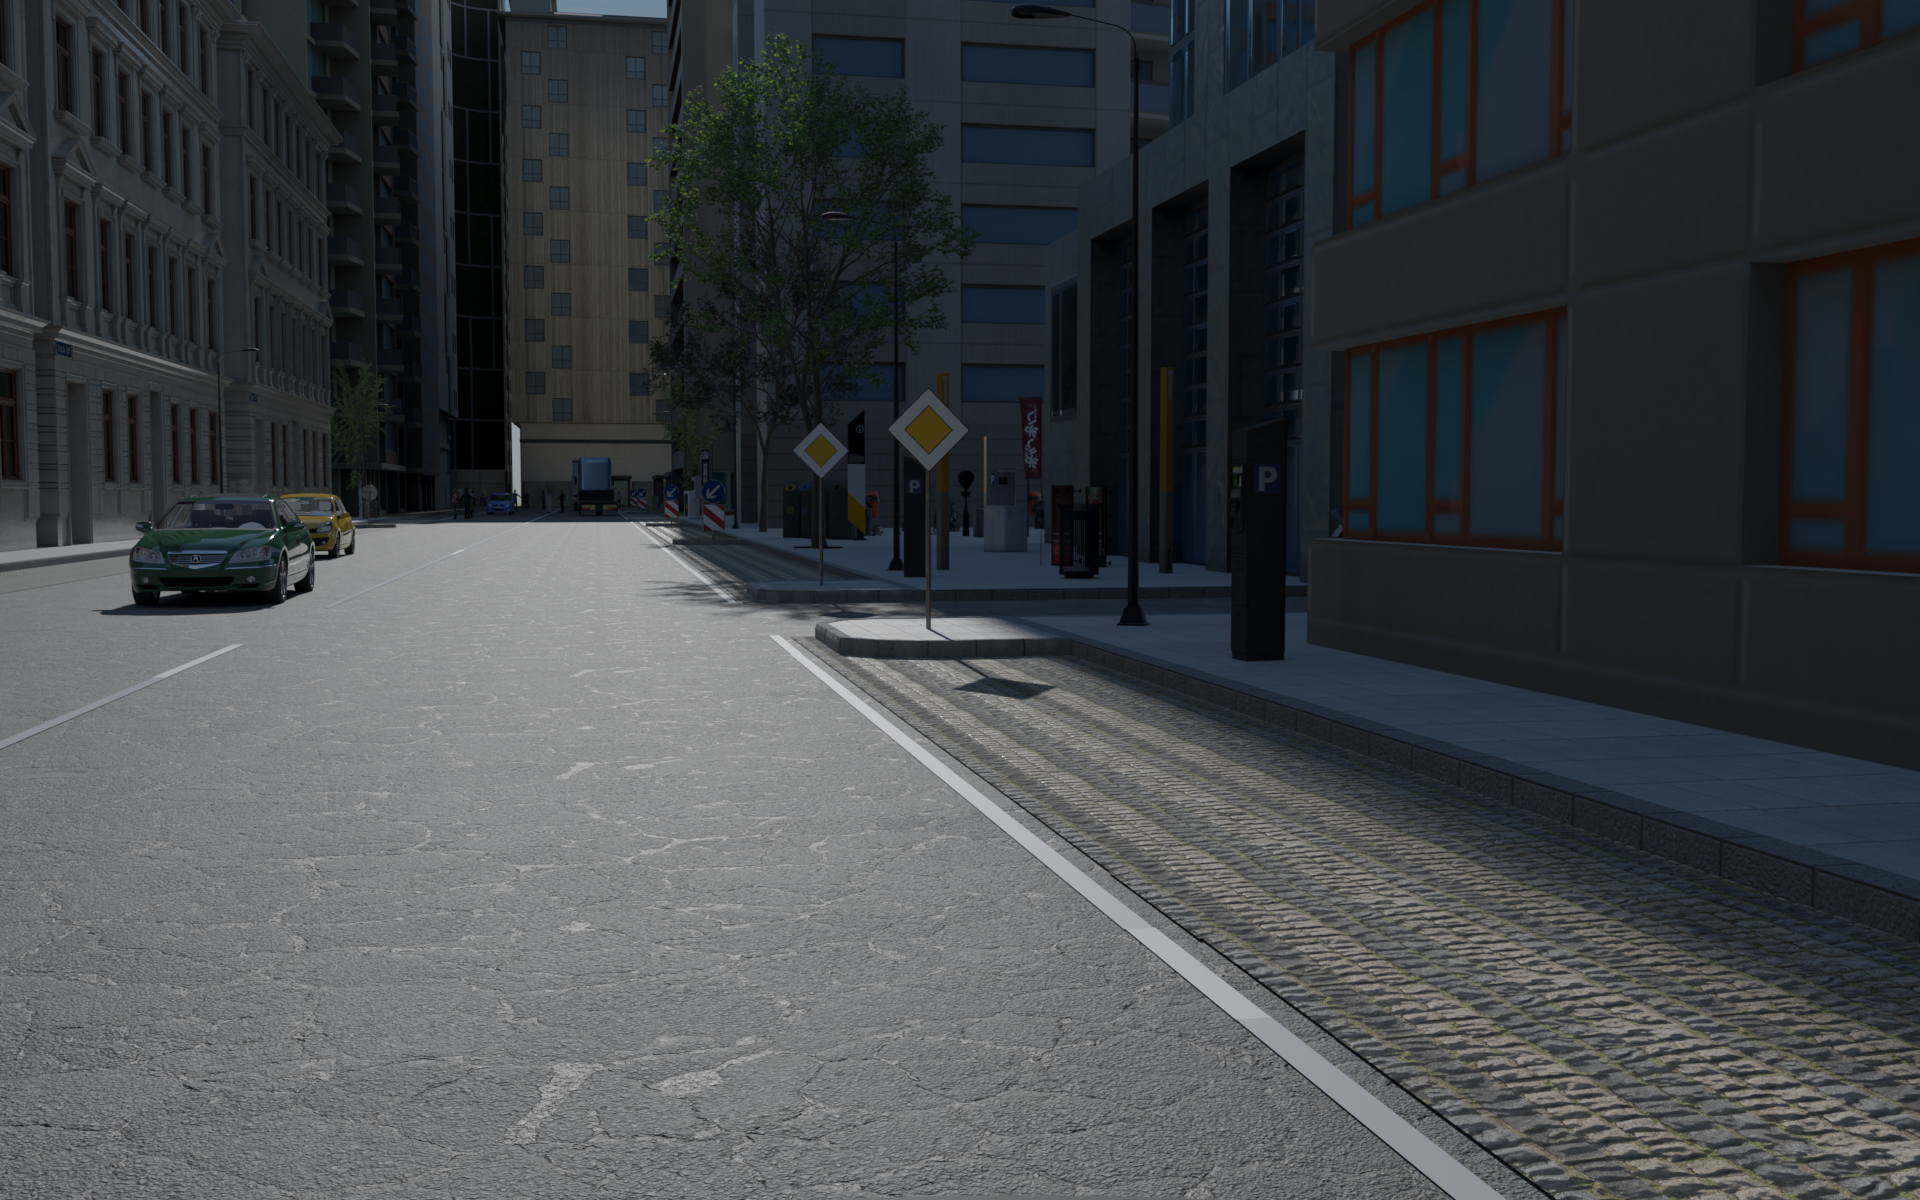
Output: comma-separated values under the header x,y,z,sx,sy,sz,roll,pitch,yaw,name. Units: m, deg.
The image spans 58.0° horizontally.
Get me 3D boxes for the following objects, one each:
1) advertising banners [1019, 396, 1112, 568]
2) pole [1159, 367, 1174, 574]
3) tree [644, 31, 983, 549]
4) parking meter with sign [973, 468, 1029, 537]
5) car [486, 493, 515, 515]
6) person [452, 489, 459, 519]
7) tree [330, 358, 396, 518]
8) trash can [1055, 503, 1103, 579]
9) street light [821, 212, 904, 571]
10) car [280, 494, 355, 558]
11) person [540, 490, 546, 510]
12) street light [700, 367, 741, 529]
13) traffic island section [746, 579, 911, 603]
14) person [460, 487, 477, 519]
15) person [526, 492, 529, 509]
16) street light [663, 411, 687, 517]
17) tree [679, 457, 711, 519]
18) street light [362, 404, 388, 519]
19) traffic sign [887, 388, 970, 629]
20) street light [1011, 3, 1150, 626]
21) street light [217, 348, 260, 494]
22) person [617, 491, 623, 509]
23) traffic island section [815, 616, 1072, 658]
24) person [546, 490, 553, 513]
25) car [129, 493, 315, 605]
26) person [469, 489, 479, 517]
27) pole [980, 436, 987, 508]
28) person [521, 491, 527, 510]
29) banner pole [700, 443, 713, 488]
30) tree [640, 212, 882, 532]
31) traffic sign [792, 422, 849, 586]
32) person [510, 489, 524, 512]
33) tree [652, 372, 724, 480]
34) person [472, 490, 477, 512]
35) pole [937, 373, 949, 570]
x,y,z,sx,sy,sz,roll,pitch,yaw,name
1.845,-2.115,30.767,2.074,3.025,0.090,3,5,42,advertising banners
3.334,-2.086,27.953,0.158,3.312,0.155,0,3,0,pole
-3.504,-7.018,40.499,9.928,11.665,9.643,0,3,0,tree
1.263,-3.386,51.622,1.738,3.016,0.543,-1,4,-19,parking meter with sign
-31.901,-6.773,120.332,1.945,1.707,3.694,-1,4,-10,car
-28.773,-5.451,98.348,0.721,1.743,1.217,-1,4,-14,person
-32.357,-8.696,92.535,4.737,8.622,4.395,0,3,0,tree
1.813,-0.898,26.343,0.748,1.137,0.748,0,3,0,trash can
-1.594,-3.441,28.810,1.470,5.913,1.316,-1,4,-12,street light
-14.941,-1.798,39.624,2.015,1.641,3.980,-1,4,-12,car
-38.600,-9.282,160.347,0.705,1.814,1.350,-2,4,-34,person
-8.786,-5.563,63.499,1.470,5.913,1.316,-1,4,-12,street light
-1.925,-0.125,24.327,2.009,0.180,2.903,-1,4,-12,traffic island section
-28.666,-5.645,100.825,1.348,1.821,0.705,2,4,29,person
-42.812,-9.867,171.293,0.415,1.643,0.593,-1,4,-17,person
-15.991,-7.647,97.565,1.470,5.913,1.316,-1,4,-12,street light
-13.861,-5.863,90.464,1.663,3.219,1.824,0,3,0,tree
-30.199,-7.148,89.412,1.470,5.913,1.316,-1,4,-12,street light
-0.303,-0.782,16.431,0.795,2.450,0.064,-1,4,-12,traffic sign
1.165,-2.700,16.690,1.470,5.913,1.316,-1,4,-12,street light
-23.013,-5.058,55.234,1.470,5.913,1.316,-1,4,-12,street light
-32.014,-9.358,162.433,0.756,1.711,0.436,3,5,43,person
-0.282,0.353,16.512,2.009,0.180,2.903,-1,4,-12,traffic island section
-30.643,-7.348,129.311,0.551,1.740,0.621,0,4,-2,person
-10.101,-0.744,23.957,2.131,1.459,4.920,-1,4,-13,car
-30.052,-5.955,106.597,0.721,1.736,1.217,1,4,22,person
0.829,-4.119,61.183,0.158,3.312,0.155,0,3,0,pole
-39.109,-8.934,155.483,0.541,1.710,0.530,0,4,-8,person
-12.374,-5.815,85.100,0.863,3.779,0.401,2,4,24,banner pole
-6.689,-7.551,57.873,8.767,10.594,7.601,0,4,1,tree
-1.947,-1.260,24.245,0.795,2.450,0.064,-1,4,-12,traffic sign
-35.879,-8.026,139.718,1.348,1.826,0.705,-2,4,-35,person
-16.044,-9.321,102.755,4.737,8.622,4.395,0,3,0,tree
-36.593,-7.418,130.486,0.721,1.736,1.217,-3,4,-36,person
-0.289,-2.166,29.252,0.158,3.312,0.155,0,3,0,pole
